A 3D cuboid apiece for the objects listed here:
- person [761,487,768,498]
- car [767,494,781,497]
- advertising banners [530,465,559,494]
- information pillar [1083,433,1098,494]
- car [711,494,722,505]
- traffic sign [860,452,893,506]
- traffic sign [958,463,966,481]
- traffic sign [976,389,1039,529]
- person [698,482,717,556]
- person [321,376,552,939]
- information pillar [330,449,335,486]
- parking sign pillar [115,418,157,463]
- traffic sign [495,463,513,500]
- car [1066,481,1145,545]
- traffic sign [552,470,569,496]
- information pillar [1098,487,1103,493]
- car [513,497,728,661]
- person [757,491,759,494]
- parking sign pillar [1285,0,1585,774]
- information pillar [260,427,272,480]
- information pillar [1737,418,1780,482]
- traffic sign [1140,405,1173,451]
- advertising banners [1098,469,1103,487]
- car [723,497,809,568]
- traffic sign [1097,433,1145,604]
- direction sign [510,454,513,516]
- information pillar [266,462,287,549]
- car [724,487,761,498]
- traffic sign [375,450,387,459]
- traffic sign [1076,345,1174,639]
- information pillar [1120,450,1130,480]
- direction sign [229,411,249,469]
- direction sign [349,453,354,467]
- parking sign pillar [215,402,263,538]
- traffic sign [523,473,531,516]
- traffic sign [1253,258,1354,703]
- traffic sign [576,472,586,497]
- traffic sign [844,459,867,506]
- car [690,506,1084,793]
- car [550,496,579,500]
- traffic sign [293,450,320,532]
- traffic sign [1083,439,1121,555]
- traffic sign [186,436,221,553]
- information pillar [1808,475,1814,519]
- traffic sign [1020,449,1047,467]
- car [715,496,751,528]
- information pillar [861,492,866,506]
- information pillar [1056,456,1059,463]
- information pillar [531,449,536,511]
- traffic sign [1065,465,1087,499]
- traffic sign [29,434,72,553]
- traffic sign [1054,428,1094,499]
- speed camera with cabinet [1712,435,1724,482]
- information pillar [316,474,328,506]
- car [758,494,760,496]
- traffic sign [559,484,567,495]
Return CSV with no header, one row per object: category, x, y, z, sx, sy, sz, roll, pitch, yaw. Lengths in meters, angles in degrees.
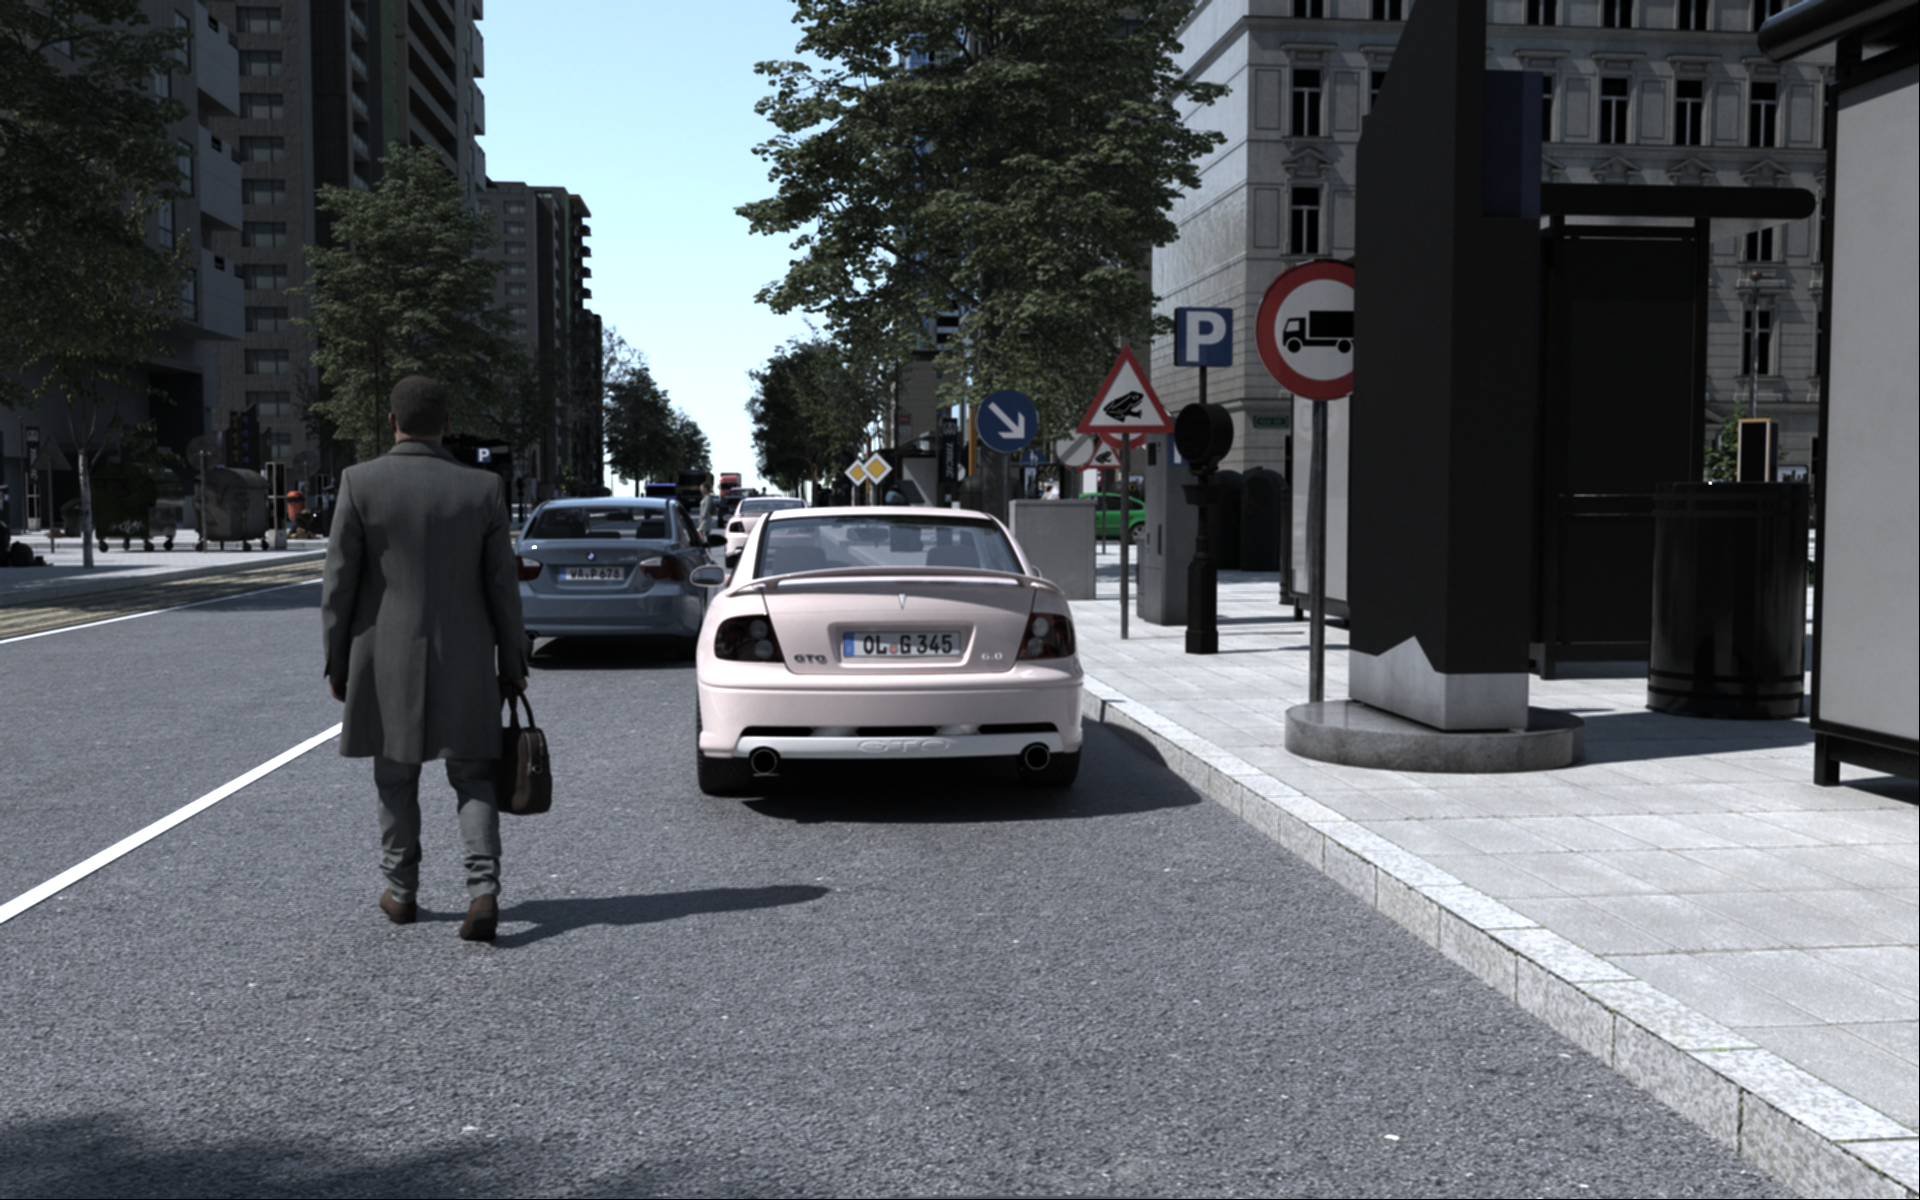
person,-10.037,-4.870,88.348,0.641,1.798,0.478,3,4,37
car,-12.918,-6.541,118.955,2.014,1.417,4.499,0,4,-7
advertising banners,-25.016,-6.608,104.222,2.074,3.025,0.090,1,4,23
information pillar,4.083,-3.832,54.004,0.504,3.616,0.183,2,4,30
car,-27.713,-11.142,194.173,2.014,1.417,4.499,0,4,-8
traffic sign,-1.989,-2.296,41.179,0.795,2.450,0.064,0,4,-6
traffic sign,-0.158,-4.306,70.516,0.768,2.556,0.104,0,4,-2
traffic sign,0.579,-1.291,21.213,0.768,2.556,0.104,0,4,3
person,-5.880,-1.869,40.063,0.522,1.701,0.512,-1,4,-15
person,-1.726,0.178,5.685,0.694,1.812,0.767,-1,4,-23
information pillar,-32.368,-5.996,89.394,0.183,3.616,0.504,-2,4,-34
parking sign pillar,-29.150,-4.456,61.333,1.447,3.967,1.447,3,5,40
traffic sign,-18.780,-4.357,71.347,0.768,2.556,0.104,0,4,1
car,3.393,-2.314,46.638,4.718,1.807,1.959,0,4,-6
traffic sign,-21.292,-5.645,92.299,0.884,2.594,0.081,0,4,1
information pillar,5.924,-4.283,74.513,0.304,2.012,0.304,-2,4,-32
car,-3.202,-0.256,16.189,2.014,1.417,4.499,0,4,-6
person,-27.211,-13.776,233.364,1.348,1.869,0.705,2,4,23
parking sign pillar,2.355,-1.227,8.535,1.447,3.967,1.447,0,4,-7
information pillar,-23.983,-4.195,59.948,0.183,3.616,0.504,1,4,17
information pillar,7.833,-0.768,17.042,0.304,2.012,0.304,3,5,41
traffic sign,2.515,-1.269,21.932,0.795,2.450,0.064,0,4,-5
advertising banners,5.713,-4.080,62.895,2.074,3.025,0.090,1,4,16
car,-3.760,-1.384,34.991,2.083,1.381,4.827,0,4,-5
traffic sign,1.905,-1.222,20.092,0.768,2.556,0.104,0,4,-6
direction sign,-26.174,-6.647,100.678,0.379,3.537,0.876,-1,4,-18
information pillar,-15.905,-2.191,40.314,0.304,2.012,0.304,2,4,33
car,-12.577,-5.624,100.622,2.281,1.827,5.304,0,4,-6
traffic sign,-13.263,-2.219,39.917,0.795,2.450,0.064,0,4,-6
traffic sign,1.455,-0.932,15.244,0.884,2.594,0.081,0,4,0
information pillar,6.229,-4.542,65.611,0.183,3.616,0.504,-3,5,-40
direction sign,-19.762,-3.398,47.557,0.379,3.537,0.876,0,4,8
direction sign,-33.384,-6.306,95.102,0.379,3.537,0.876,0,4,-5
parking sign pillar,-20.995,-3.781,50.284,1.447,3.967,1.447,1,4,18
traffic sign,-25.660,-6.306,103.204,0.768,2.556,0.104,0,4,-5
traffic sign,1.967,-0.573,9.483,0.768,2.556,0.104,0,4,-4
traffic sign,-22.757,-6.320,103.337,0.884,2.594,0.081,0,4,-4
traffic sign,-2.895,-2.781,49.113,0.795,2.450,0.064,0,4,-6
car,-0.492,0.159,9.762,2.083,1.381,4.827,0,4,-6
car,-16.925,-3.751,73.912,1.945,1.354,3.894,0,4,-7
traffic sign,-19.055,-3.083,50.507,0.768,2.556,0.104,0,4,-4
traffic sign,3.033,-2.228,36.438,0.884,2.594,0.081,0,4,0
traffic sign,-16.487,-2.302,37.749,0.768,2.556,0.104,0,4,3
information pillar,31.952,-3.718,65.286,0.304,2.012,0.304,-2,4,-33
traffic sign,2.071,-2.973,48.720,0.768,2.556,0.104,0,4,-1
car,-9.601,-3.806,74.807,1.945,1.354,3.894,0,4,-7
information pillar,-5.544,-5.745,98.429,0.304,2.012,0.304,1,4,9
information pillar,5.255,-6.254,93.599,0.183,3.616,0.504,-1,4,-11
information pillar,-22.281,-6.066,90.535,0.183,3.616,0.504,-3,4,-36
traffic sign,2.724,-2.451,40.172,0.768,2.556,0.104,0,4,-1
traffic sign,-19.770,-2.304,37.667,0.884,2.594,0.081,0,4,-5
traffic sign,2.192,-2.028,33.265,0.768,2.556,0.104,0,4,-1
speed camera with cabinet,25.780,-3.864,57.516,0.660,3.252,2.038,0,4,-7
information pillar,-23.892,-3.697,64.938,0.304,2.012,0.304,1,4,21
car,-22.959,-11.265,193.972,2.009,1.686,4.222,0,4,-5
traffic sign,-23.403,-6.304,103.068,0.884,2.594,0.081,0,4,-4
